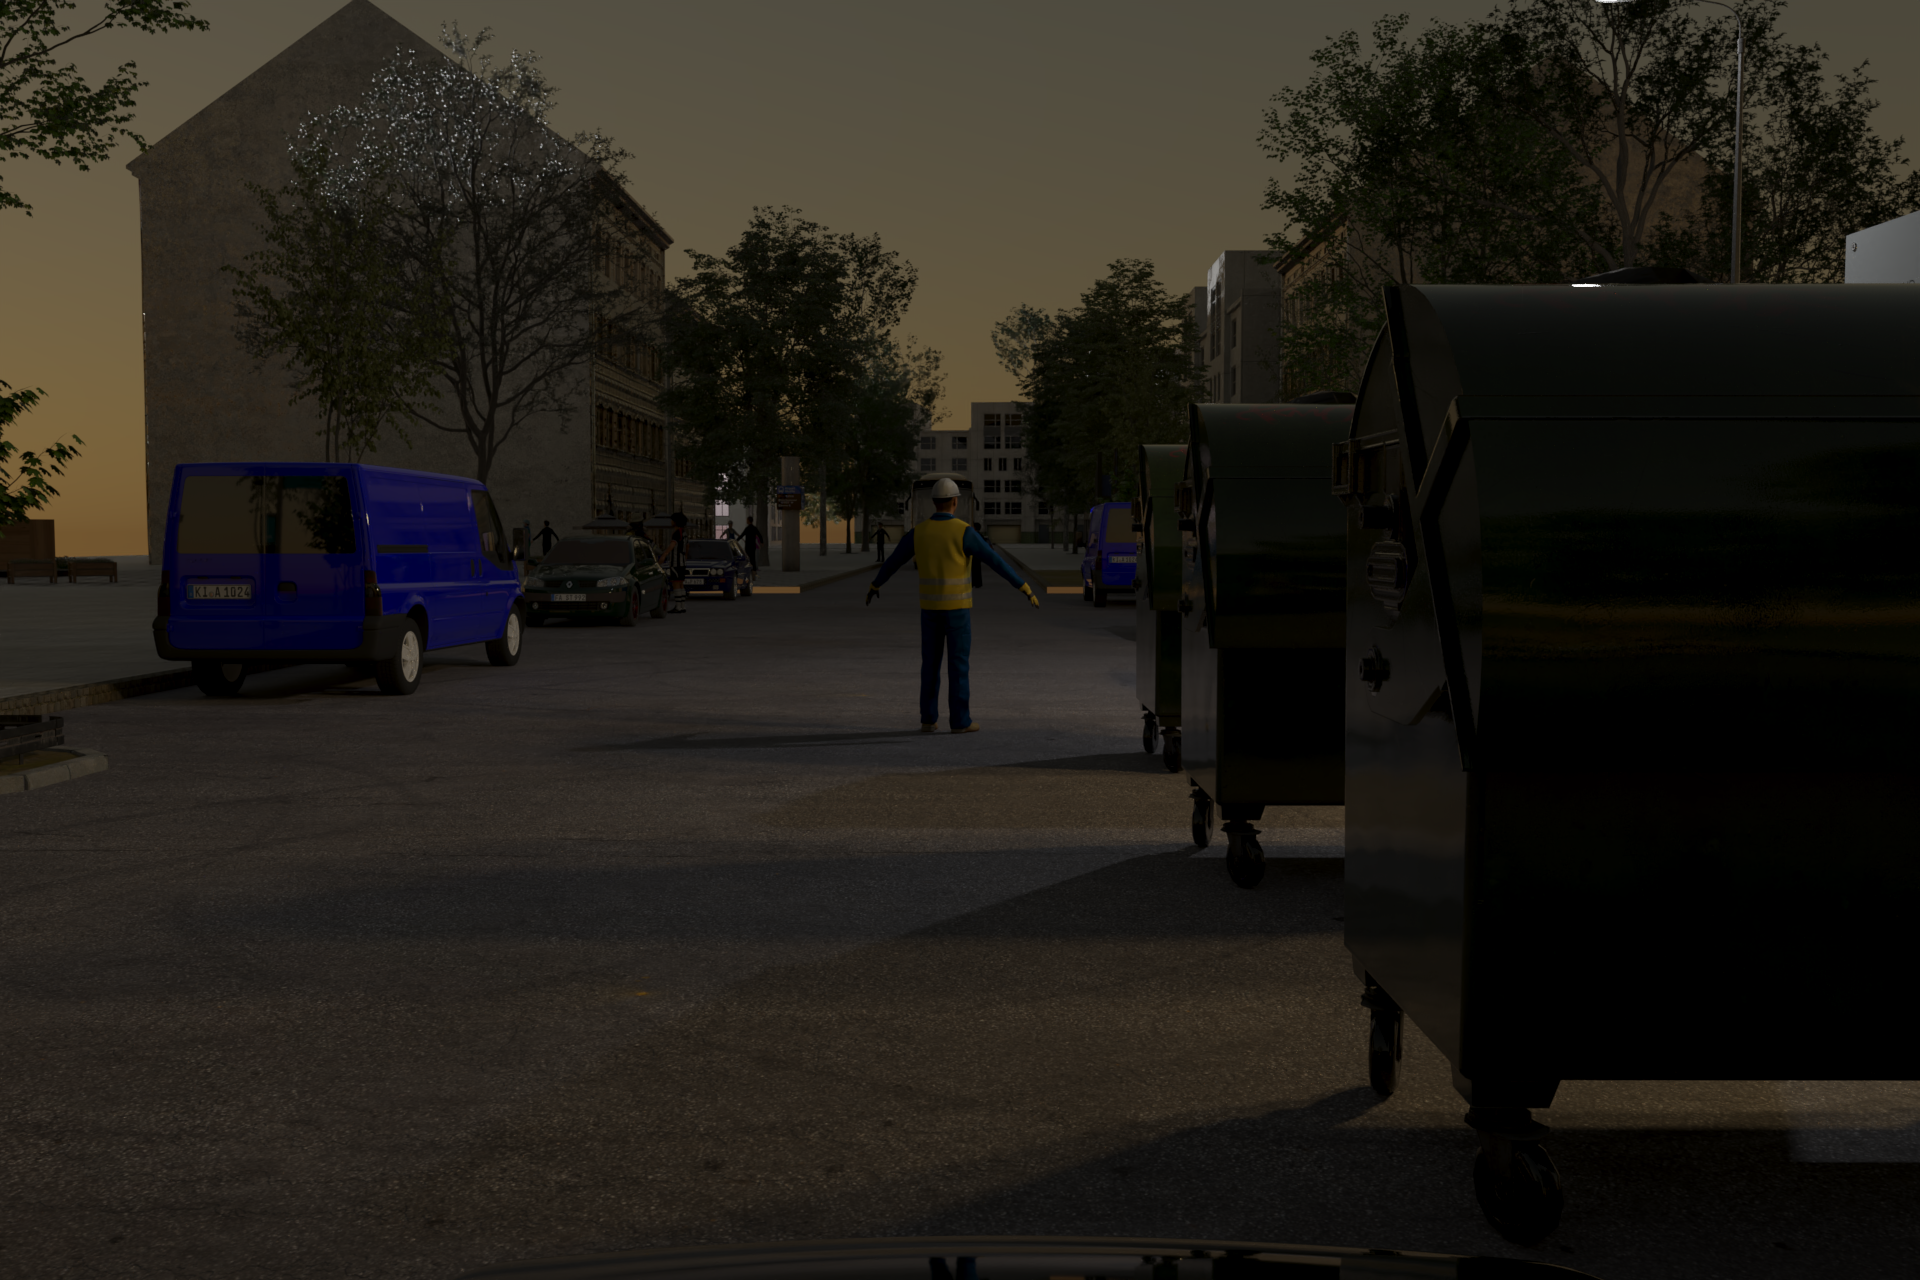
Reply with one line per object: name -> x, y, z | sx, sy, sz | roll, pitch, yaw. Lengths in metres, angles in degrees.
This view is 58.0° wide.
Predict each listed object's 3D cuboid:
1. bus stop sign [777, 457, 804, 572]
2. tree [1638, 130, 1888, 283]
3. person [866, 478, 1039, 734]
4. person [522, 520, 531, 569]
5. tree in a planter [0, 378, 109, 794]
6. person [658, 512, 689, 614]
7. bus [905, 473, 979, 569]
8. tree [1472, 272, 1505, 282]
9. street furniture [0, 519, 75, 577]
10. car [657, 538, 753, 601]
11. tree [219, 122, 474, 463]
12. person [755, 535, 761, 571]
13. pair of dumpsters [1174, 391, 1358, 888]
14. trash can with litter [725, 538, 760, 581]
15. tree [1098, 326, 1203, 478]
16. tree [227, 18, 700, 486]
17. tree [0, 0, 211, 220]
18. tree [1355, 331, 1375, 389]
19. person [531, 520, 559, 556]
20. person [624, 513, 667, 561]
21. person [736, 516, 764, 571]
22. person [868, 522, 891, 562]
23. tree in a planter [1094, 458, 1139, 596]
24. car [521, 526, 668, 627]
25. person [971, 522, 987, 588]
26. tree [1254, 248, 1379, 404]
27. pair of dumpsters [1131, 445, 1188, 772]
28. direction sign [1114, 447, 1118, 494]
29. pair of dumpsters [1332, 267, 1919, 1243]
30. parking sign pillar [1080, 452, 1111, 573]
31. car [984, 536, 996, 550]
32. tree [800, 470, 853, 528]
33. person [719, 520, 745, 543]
bus stop sign -> -5.776, -4.286, 59.092 | 0.837, 3.901, 0.837 | 0, 4, 2
tree -> 24.144, -8.647, 51.742 | 12.009, 13.543, 11.850 | 0, 3, 0
person -> -0.095, -0.251, 12.536 | 1.349, 1.833, 0.705 | 1, 4, 21
person -> -15.976, -3.522, 63.708 | 0.704, 1.817, 1.347 | -1, 4, -20
tree in a planter -> -6.190, -0.781, 9.993 | 1.991, 3.239, 1.994 | 0, 4, 1
person -> -5.129, -1.391, 31.344 | 0.704, 1.843, 1.345 | 1, 4, 9
bus -> -0.657, -5.012, 73.497 | 2.896, 3.916, 12.252 | 0, 4, 0
tree -> 15.051, -6.025, 48.871 | 4.360, 8.622, 3.978 | 0, 3, 0
street furniture -> -30.541, -2.849, 53.443 | 11.010, 1.723, 9.812 | 3, 4, 39
car -> -5.669, -1.589, 38.558 | 1.945, 1.354, 3.894 | 0, 4, 1
tree -> -11.312, -5.000, 32.111 | 4.737, 8.622, 4.395 | 0, 3, 0
person -> -7.024, -3.134, 60.509 | 0.599, 1.433, 0.991 | -1, 4, -8
pair of dumpsters -> 3.156, -0.156, 7.495 | 4.436, 2.255, 1.574 | 0, 3, 0
trash can with litter -> -6.036, -2.218, 47.644 | 1.055, 1.170, 0.624 | 0, 4, 1
tree -> 6.665, -6.779, 61.203 | 4.737, 8.622, 4.395 | 0, 3, 0
tree -> -11.457, -8.006, 41.270 | 12.009, 13.543, 11.850 | 0, 3, 0
tree -> -12.135, -5.672, 18.493 | 9.928, 11.665, 9.643 | 0, 3, 0
tree -> 14.278, -6.346, 54.117 | 4.737, 8.622, 4.395 | 0, 3, 0
person -> -15.918, -3.698, 66.641 | 0.705, 1.806, 1.347 | 3, 5, 40
person -> -6.471, -1.628, 34.847 | 1.354, 1.856, 0.705 | 2, 4, 32
person -> -6.198, -2.739, 51.014 | 0.704, 1.802, 1.346 | 2, 4, 35
person -> -3.683, -4.521, 79.860 | 1.347, 1.837, 0.705 | 3, 4, 36
tree in a planter -> 3.966, -2.660, 40.710 | 1.991, 3.239, 1.994 | 0, 3, 0
car -> -5.858, -1.115, 28.013 | 2.009, 1.686, 4.222 | 0, 4, 0
person -> 0.364, -2.239, 45.786 | 0.721, 1.740, 1.216 | 3, 4, 38
tree -> 9.436, -5.784, 44.927 | 4.360, 8.622, 3.978 | 0, 3, 0
pair of dumpsters -> 3.291, -0.363, 10.890 | 4.436, 2.255, 1.574 | 0, 4, 0
direction sign -> 4.106, -3.288, 45.753 | 0.379, 3.537, 0.876 | 0, 4, 0
pair of dumpsters -> 3.132, 0.059, 3.981 | 4.436, 2.255, 1.574 | 0, 4, 0
parking sign pillar -> 4.724, -4.219, 57.457 | 1.447, 3.967, 1.447 | 0, 4, 1
car -> 0.905, -4.790, 90.899 | 1.945, 1.354, 3.894 | 0, 4, 0
tree -> -18.187, -19.363, 234.706 | 7.486, 12.596, 7.792 | 0, 3, 0
person -> -9.429, -4.004, 71.322 | 1.347, 1.847, 0.705 | -3, 5, -41
